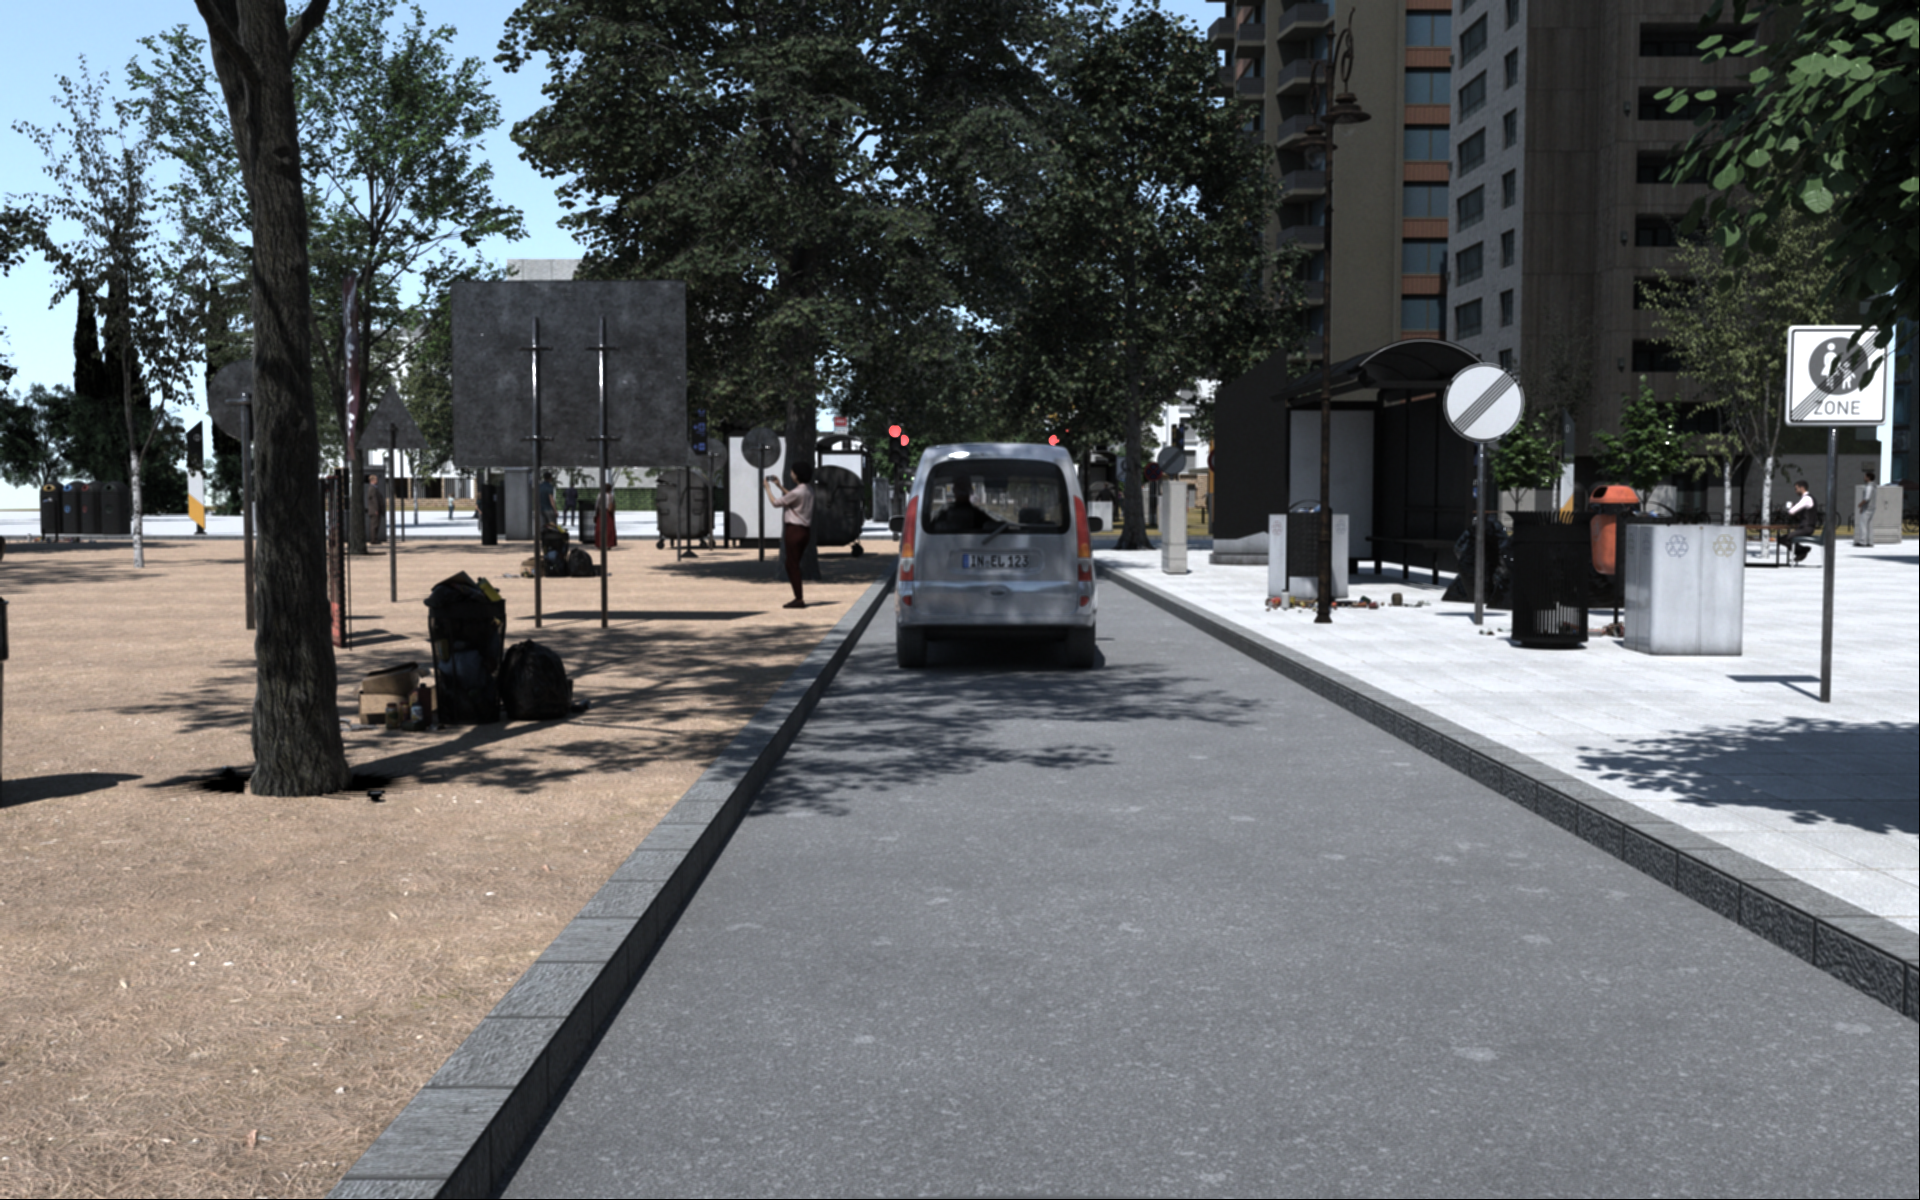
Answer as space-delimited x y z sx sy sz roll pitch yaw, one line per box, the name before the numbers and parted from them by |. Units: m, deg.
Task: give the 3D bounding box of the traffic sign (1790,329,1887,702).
traffic sign | 5.335 -0.519 10.611 0.606 2.300 0.079 0 4 1

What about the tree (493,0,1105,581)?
tree | -2.455 -7.276 25.618 9.857 13.997 8.962 0 3 0

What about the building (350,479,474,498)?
building | -66.145 -17.701 231.559 28.070 9.664 9.099 0 4 0

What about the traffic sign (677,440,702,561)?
traffic sign | -5.353 -2.015 32.949 0.884 2.594 0.081 0 4 6

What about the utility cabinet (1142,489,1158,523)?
utility cabinet | 7.948 -4.054 74.965 1.173 1.500 0.318 -1 4 -16

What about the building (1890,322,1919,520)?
building | 60.541 -28.017 77.687 30.456 49.044 23.786 0 4 0

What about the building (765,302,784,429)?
building | -24.974 -19.020 167.399 16.016 20.091 11.380 0 4 0

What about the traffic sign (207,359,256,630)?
traffic sign | -6.725 -0.993 16.348 0.768 2.556 0.104 0 4 2

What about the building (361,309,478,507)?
building | -54.681 -20.018 183.719 11.380 20.091 16.016 0 4 0

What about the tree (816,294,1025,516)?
tree | -2.411 -8.413 71.968 8.767 10.594 7.601 2 4 30

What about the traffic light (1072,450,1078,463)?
traffic light | 2.989 -3.557 47.071 0.839 4.253 0.868 0 4 0

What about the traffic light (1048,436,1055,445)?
traffic light | 2.954 -4.045 55.056 0.839 4.253 0.868 0 4 0

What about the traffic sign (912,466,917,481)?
traffic sign | -2.129 -4.876 79.448 0.795 2.593 0.064 0 4 0

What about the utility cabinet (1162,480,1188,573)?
utility cabinet | 3.494 -1.191 28.145 0.318 1.500 1.173 0 4 1

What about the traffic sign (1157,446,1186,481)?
traffic sign | 5.619 -2.809 46.040 0.768 2.556 0.104 0 4 4

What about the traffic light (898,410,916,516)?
traffic light | -1.767 -4.043 55.020 0.839 4.253 0.868 0 4 0

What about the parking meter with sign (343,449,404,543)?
parking meter with sign | -15.621 -3.036 45.894 1.738 3.016 0.543 -2 4 -33

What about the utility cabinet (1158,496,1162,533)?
utility cabinet | 7.000 -2.869 58.066 0.306 1.237 1.020 2 4 33

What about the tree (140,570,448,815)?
tree | -3.037 -4.979 7.164 9.928 11.665 9.643 0 3 0

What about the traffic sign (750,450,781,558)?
traffic sign | -3.951 -2.106 34.538 0.768 2.556 0.104 0 4 6

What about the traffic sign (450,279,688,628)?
traffic sign | -3.730 -1.386 16.528 2.265 3.308 0.079 0 4 3

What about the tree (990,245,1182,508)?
tree | 4.988 -8.851 62.843 7.486 12.596 7.792 0 3 0

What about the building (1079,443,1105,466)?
building | 31.867 -22.614 236.189 31.486 18.905 16.747 0 4 0

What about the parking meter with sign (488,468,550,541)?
parking meter with sign | -12.103 -3.135 47.524 1.738 3.016 0.543 0 4 5

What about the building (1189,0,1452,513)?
building | 26.792 -27.603 105.931 22.147 44.769 28.867 0 4 0

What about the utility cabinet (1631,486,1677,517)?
utility cabinet | 18.581 -2.308 46.409 0.318 1.500 1.173 -2 4 -34

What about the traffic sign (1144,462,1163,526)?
traffic sign | 7.708 -4.218 69.078 0.768 2.556 0.104 0 4 5

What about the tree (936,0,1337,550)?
tree | 3.909 -7.507 39.745 9.611 12.733 9.660 0 3 0

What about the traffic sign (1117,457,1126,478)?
traffic sign | 4.549 -2.755 47.168 0.606 2.300 0.079 0 4 3

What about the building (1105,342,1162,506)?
building | 24.845 -18.926 175.902 16.747 18.905 31.486 0 4 0

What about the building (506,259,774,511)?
building | -25.671 -17.100 146.040 16.747 18.905 31.486 0 4 0

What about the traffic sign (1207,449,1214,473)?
traffic sign | 6.991 -2.824 46.277 0.768 2.556 0.104 1 4 9

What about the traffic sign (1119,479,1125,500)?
traffic sign | 6.958 -4.458 73.002 0.768 2.556 0.104 0 4 7

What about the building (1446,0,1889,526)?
building | 30.268 -18.616 76.074 14.107 30.474 14.160 0 4 0

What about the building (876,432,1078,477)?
building | 2.105 -17.769 232.670 28.070 9.664 9.099 0 4 0

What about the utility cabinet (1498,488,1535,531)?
utility cabinet | 18.978 -3.080 59.042 1.173 1.500 0.318 0 4 -7

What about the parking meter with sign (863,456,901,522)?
parking meter with sign | -3.581 -5.055 78.912 1.738 3.016 0.543 -1 4 -21

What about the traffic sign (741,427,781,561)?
traffic sign | -3.789 -2.009 32.945 0.768 2.556 0.104 1 4 8

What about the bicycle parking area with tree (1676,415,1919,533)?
bicycle parking area with tree | 29.033 -4.498 60.551 9.016 4.147 8.231 0 4 6

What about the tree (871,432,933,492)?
tree | -2.700 -6.020 82.141 4.285 4.588 4.351 0 3 0

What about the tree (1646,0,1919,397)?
tree | 4.223 -1.347 5.740 4.285 4.588 4.351 0 3 0

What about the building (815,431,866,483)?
building | -26.412 -17.753 232.402 28.070 9.664 9.099 0 4 0

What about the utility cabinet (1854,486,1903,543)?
utility cabinet | 23.656 -2.197 44.597 1.173 1.500 0.318 -1 4 -11

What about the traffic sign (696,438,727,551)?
traffic sign | -5.653 -2.395 39.262 0.768 2.556 0.104 0 4 4

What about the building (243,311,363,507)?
building | -67.231 -20.028 183.876 11.380 20.091 16.016 0 4 0

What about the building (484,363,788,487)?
building | -32.696 -19.437 184.258 31.486 18.905 16.747 0 4 0

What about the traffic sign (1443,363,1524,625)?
traffic sign | 5.100 -1.030 16.950 0.768 2.556 0.104 0 4 5

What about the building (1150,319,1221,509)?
building | 25.208 -18.230 154.473 16.016 20.091 11.380 0 4 0

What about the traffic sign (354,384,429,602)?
traffic sign | -6.720 -1.253 20.488 0.884 2.594 0.081 0 4 1
